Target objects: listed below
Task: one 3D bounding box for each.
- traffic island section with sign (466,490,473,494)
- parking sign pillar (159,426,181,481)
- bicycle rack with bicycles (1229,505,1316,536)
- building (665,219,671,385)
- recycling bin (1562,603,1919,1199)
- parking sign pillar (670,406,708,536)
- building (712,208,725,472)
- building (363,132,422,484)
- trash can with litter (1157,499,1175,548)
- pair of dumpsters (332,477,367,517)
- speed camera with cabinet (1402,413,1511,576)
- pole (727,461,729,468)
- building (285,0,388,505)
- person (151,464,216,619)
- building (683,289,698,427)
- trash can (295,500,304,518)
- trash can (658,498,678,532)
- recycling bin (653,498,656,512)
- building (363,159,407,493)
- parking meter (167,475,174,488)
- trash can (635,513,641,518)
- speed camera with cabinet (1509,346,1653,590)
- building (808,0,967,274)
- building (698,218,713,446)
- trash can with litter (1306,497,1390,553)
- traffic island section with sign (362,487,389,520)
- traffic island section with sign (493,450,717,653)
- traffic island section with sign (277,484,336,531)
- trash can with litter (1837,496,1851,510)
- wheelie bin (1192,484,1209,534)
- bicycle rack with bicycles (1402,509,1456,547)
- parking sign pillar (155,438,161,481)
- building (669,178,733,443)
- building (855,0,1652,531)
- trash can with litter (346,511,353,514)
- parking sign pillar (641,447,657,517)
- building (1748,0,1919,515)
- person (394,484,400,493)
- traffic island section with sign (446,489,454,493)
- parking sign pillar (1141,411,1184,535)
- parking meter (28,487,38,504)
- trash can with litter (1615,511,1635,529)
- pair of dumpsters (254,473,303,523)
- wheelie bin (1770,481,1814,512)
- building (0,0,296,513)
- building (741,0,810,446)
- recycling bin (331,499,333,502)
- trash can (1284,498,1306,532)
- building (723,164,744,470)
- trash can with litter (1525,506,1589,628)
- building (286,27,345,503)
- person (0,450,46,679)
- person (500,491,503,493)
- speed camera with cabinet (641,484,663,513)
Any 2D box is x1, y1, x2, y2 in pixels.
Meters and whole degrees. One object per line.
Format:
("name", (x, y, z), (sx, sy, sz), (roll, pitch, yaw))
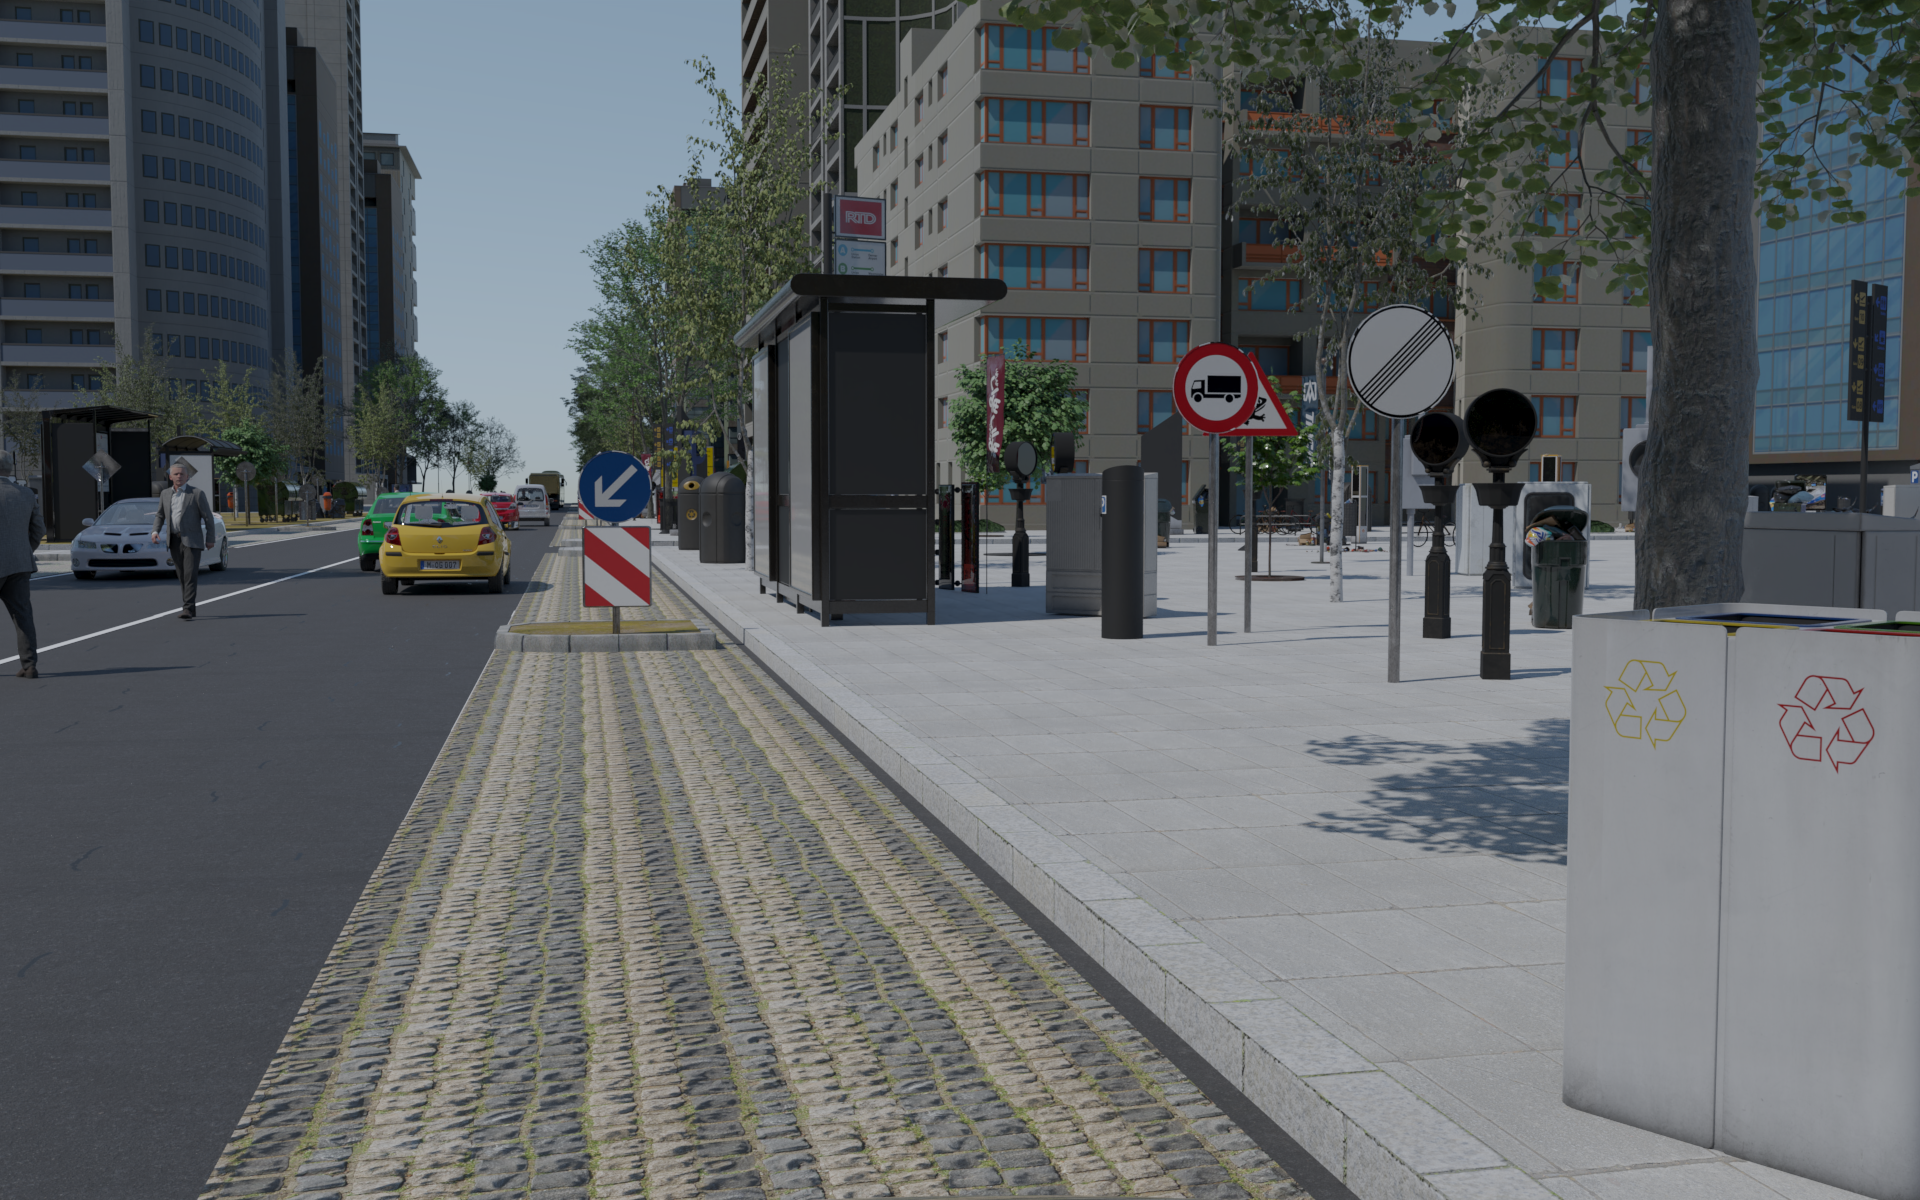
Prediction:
("traffic island section with sign", (-48.155, -9.883, 170.216), (1.989, 1.847, 2.006), (-1, 4, -12))
("parking sign pillar", (-30.841, -4.912, 68.780), (1.447, 3.967, 1.447), (-2, 4, -25))
("bicycle rack with bicycles", (9.852, -2.520, 54.582), (2.925, 0.926, 2.852), (2, 4, 29))
("building", (-34.229, -37.509, 267.897), (22.147, 44.769, 28.867), (-1, 4, -12))
("recycling bin", (1.754, 0.549, 3.575), (0.722, 1.027, 0.722), (-3, 5, -40))
("parking sign pillar", (-8.254, -3.977, 53.503), (1.447, 3.967, 1.447), (1, 4, 16))
("building", (-16.164, -24.290, 168.834), (14.160, 30.474, 14.107), (-1, 4, -12))
("building", (-94.333, -40.636, 253.642), (28.713, 52.752, 27.495), (-1, 4, -12))
("trash can with litter", (4.823, -1.826, 41.248), (0.624, 1.170, 1.055), (0, 4, 5))
("pair of dumpsters", (-34.867, -5.889, 98.778), (1.574, 2.255, 4.437), (-1, 4, -12))
("speed camera with cabinet", (7.875, -2.016, 27.291), (2.038, 3.252, 0.660), (0, 4, -4))
("pole", (-14.190, -6.864, 106.077), (0.158, 3.312, 0.155), (0, 3, 0))
("building", (-83.029, -47.541, 215.539), (20.563, 71.187, 20.611), (-1, 4, -12))
("person", (-8.903, -0.667, 19.809), (0.661, 1.777, 0.834), (0, 4, -7))
("building", (-30.055, -28.160, 232.120), (14.160, 30.474, 14.107), (-1, 4, -12))
("trash can", (-35.859, -5.052, 94.253), (0.748, 1.137, 0.748), (0, 3, 0))
("trash can", (-9.724, -2.828, 57.886), (0.748, 1.137, 0.748), (0, 3, 0))
("recycling bin", (-21.219, -6.695, 122.016), (0.722, 1.027, 0.722), (1, 4, 12))
("building", (-83.078, -35.736, 234.398), (14.600, 45.320, 14.200), (-1, 4, -12))
("parking meter", (-24.486, -2.956, 54.041), (0.399, 1.863, 0.255), (-2, 4, -29))
("trash can", (-17.191, -4.894, 91.664), (0.748, 1.137, 0.748), (0, 3, 0))
("speed camera with cabinet", (8.528, -1.770, 23.279), (2.038, 3.252, 0.660), (1, 4, 19))
("building", (-0.617, -41.288, 113.315), (20.563, 71.187, 20.611), (-1, 4, -12))
("building", (-19.694, -25.137, 182.693), (14.160, 30.474, 14.107), (-1, 4, -12))
("trash can with litter", (8.896, -1.669, 38.349), (2.233, 1.210, 1.678), (1, 4, 23))
("traffic island section with sign", (-31.305, -5.221, 93.986), (1.989, 1.847, 2.006), (-1, 4, -12))
("traffic island section with sign", (-3.406, -0.483, 16.518), (1.989, 1.847, 2.006), (-1, 4, -12))
("traffic island section with sign", (-25.494, -3.611, 67.662), (1.989, 1.847, 2.006), (-1, 4, -12))
("trash can with litter", (35.259, -3.602, 69.945), (2.233, 1.210, 1.678), (0, 4, -2))
("wheelie bin", (7.846, -2.928, 55.788), (0.693, 1.594, 0.980), (0, 4, -1))
("bicycle rack with bicycles", (11.956, -1.719, 41.490), (2.925, 0.926, 2.852), (-3, 4, -36))
("parking sign pillar", (-38.230, -5.820, 83.632), (1.447, 3.967, 1.447), (1, 4, 8))
("building", (-33.746, -36.429, 245.717), (14.600, 45.320, 14.200), (-1, 4, -12))
("building", (11.835, -14.154, 76.458), (28.899, 21.520, 27.650), (-1, 4, -12))
("trash can with litter", (-38.704, -5.978, 109.133), (1.055, 1.170, 0.624), (-1, 4, -16))
("parking sign pillar", (-17.844, -6.724, 98.415), (1.447, 3.967, 1.447), (-1, 4, -9))
("building", (45.038, -26.144, 77.569), (14.200, 45.320, 14.600), (-1, 4, -12))
("person", (-20.405, -3.307, 62.849), (0.678, 1.792, 0.850), (-3, 5, -43))
("traffic island section with sign", (-42.338, -8.273, 143.893), (1.989, 1.847, 2.006), (-1, 4, -12))
("parking sign pillar", (6.355, -4.049, 54.672), (1.447, 3.967, 1.447), (0, 4, 6))
("parking meter", (-34.403, -3.416, 64.265), (0.372, 1.533, 0.369), (0, 3, 0))
("trash can with litter", (24.642, -3.218, 63.678), (1.678, 1.210, 2.233), (1, 4, 13))
("pair of dumpsters", (-31.301, -4.714, 79.569), (1.574, 2.255, 4.437), (-1, 4, -12))
("wheelie bin", (19.431, -1.994, 40.515), (0.980, 1.594, 0.693), (3, 4, 36))
("building", (-62.729, -35.795, 127.243), (21.231, 58.520, 28.212), (-1, 4, -12))
("building", (-5.653, -31.448, 137.869), (21.300, 48.544, 21.600), (-1, 4, -12))
("recycling bin", (-39.805, -5.933, 109.562), (0.722, 1.027, 0.722), (-1, 4, -11))
("trash can", (11.454, -2.912, 59.263), (0.748, 1.137, 0.748), (0, 3, 0))
("building", (-13.143, -23.448, 155.080), (14.160, 30.474, 14.107), (-1, 4, -12))
("trash can with litter", (5.720, -0.333, 16.833), (0.624, 1.170, 1.055), (0, 4, 8))
("building", (-68.925, -31.784, 169.779), (14.600, 45.320, 14.200), (-1, 4, -12))
("person", (-7.563, -0.285, 13.560), (0.834, 1.777, 0.661), (2, 4, 24))
("person", (-40.033, -8.671, 150.957), (1.217, 1.739, 0.721), (2, 4, 24))
("speed camera with cabinet", (-18.432, -6.623, 102.616), (2.038, 3.252, 0.660), (1, 4, 10))
